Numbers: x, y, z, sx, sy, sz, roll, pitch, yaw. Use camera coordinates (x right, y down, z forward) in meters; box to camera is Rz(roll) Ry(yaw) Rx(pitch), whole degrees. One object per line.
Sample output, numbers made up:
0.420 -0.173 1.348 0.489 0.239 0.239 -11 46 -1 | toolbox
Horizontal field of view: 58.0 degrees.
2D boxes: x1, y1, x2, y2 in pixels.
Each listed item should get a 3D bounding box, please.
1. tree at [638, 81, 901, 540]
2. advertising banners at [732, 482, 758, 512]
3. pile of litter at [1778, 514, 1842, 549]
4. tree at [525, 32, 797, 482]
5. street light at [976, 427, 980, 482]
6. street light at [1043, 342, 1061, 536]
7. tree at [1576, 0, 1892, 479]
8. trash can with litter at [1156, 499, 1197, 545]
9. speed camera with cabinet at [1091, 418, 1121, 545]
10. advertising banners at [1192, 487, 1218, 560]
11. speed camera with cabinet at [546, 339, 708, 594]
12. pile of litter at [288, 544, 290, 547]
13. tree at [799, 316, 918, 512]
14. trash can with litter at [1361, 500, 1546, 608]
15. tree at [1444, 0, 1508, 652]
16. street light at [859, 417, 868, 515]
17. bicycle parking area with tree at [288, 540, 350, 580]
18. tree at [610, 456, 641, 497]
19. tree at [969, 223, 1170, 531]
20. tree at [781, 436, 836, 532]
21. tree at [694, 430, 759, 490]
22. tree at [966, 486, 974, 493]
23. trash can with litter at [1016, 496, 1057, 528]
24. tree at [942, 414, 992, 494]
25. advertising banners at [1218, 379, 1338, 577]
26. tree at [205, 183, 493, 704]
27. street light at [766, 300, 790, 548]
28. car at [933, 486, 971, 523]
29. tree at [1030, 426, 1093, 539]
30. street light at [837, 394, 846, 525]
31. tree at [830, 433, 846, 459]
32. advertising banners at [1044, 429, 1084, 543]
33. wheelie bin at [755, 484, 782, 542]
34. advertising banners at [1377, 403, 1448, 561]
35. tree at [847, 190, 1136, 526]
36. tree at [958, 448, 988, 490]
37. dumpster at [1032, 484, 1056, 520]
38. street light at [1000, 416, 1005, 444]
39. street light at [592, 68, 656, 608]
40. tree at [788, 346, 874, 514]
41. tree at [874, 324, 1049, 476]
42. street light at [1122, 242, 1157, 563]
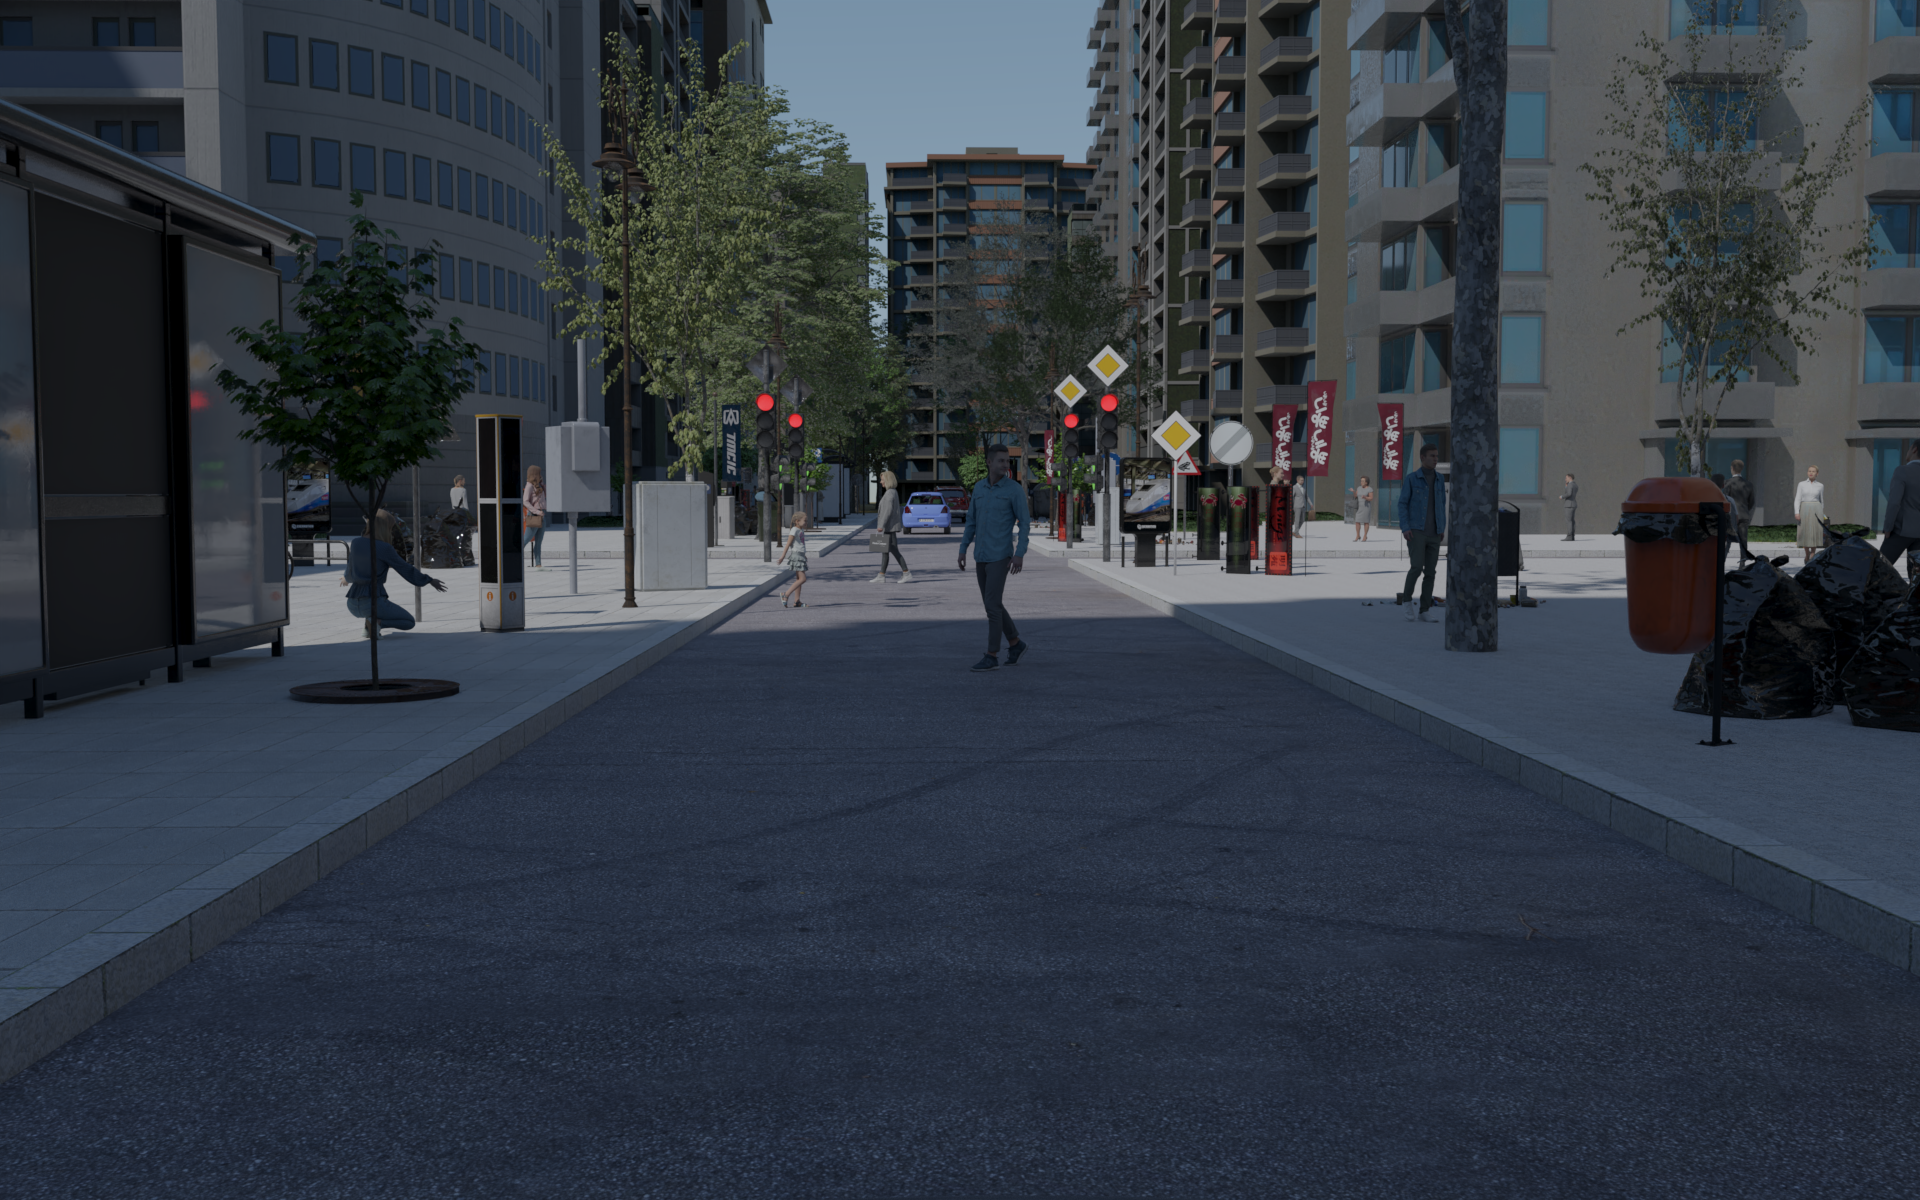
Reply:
-5.410 -7.984 48.670 7.486 12.596 7.792 0 3 0 | tree
-7.780 -4.074 62.795 0.090 3.025 2.074 3 4 36 | advertising banners
20.378 -1.656 41.037 1.176 0.858 1.719 -3 5 -40 | pile of litter
-4.475 -4.698 27.181 4.737 8.622 4.395 0 3 0 | tree
1.162 -8.660 114.379 0.468 5.910 1.993 0 4 -1 | street light
2.790 -4.883 52.627 0.468 5.910 1.993 0 4 -1 | street light
11.148 -4.600 25.569 4.360 8.622 3.978 0 3 0 | tree
5.553 -2.060 44.733 1.678 1.210 2.233 2 4 24 | trash can with litter
3.750 -3.053 44.255 0.660 3.252 2.038 0 4 0 | speed camera with cabinet
5.529 -2.283 33.520 2.074 3.025 0.090 0 4 -6 | advertising banners
-4.375 -1.740 22.790 2.038 3.252 0.660 -2 4 -34 | speed camera with cabinet
-17.020 -1.734 42.324 1.176 0.858 1.719 -1 4 -21 | pile of litter
-7.514 -13.407 125.867 9.857 13.997 8.962 0 3 0 | tree
5.757 -0.546 19.989 2.233 1.210 1.678 0 4 6 | trash can with litter
5.637 -9.625 13.255 12.611 20.169 13.585 0 3 0 | tree
-5.780 -8.017 103.860 0.468 5.910 1.993 0 4 -1 | street light
-12.919 -2.179 22.623 9.016 4.147 8.231 2 4 30 | bicycle parking area with tree
-17.561 -5.801 89.447 1.663 3.219 1.824 0 3 0 | tree
3.714 -7.645 59.414 7.601 10.594 8.767 0 4 8 | tree
-5.104 -3.885 58.126 1.663 3.219 1.824 0 3 0 | tree
-10.404 -5.718 77.204 4.285 4.588 4.351 0 3 0 | tree
1.447 -9.344 147.376 1.663 3.219 1.824 0 3 0 | tree
3.292 -3.342 65.698 1.678 1.210 2.233 3 5 45 | trash can with litter
0.778 -12.409 153.242 4.360 8.622 3.978 0 3 0 | tree
4.995 -1.897 27.206 2.074 3.025 0.090 3 5 43 | advertising banners
-3.868 -1.000 10.944 1.663 3.219 1.824 0 3 0 | tree
-4.328 -4.196 41.394 0.468 5.910 1.993 0 4 -1 | street light
-0.556 -4.735 86.096 2.281 1.827 5.304 0 4 -2 | car
2.818 -3.354 49.446 1.663 3.219 1.824 0 3 0 | tree
-5.047 -6.122 72.890 0.468 5.910 1.993 0 4 -1 | street light
-6.686 -14.177 142.156 12.009 13.543 11.850 0 3 0 | tree
2.764 -3.066 46.319 0.090 3.025 2.074 -2 4 -26 | advertising banners
-5.157 -2.369 46.647 0.693 1.594 0.980 0 4 -3 | wheelie bin
9.011 -2.269 33.287 2.074 3.025 0.090 0 4 -3 | advertising banners
2.598 -9.777 70.224 12.009 13.543 11.850 0 3 0 | tree
1.485 -8.525 123.091 4.285 4.588 4.351 0 3 0 | tree
4.234 -4.844 84.956 1.264 1.857 1.865 0 4 -1 | dumpster
1.965 -6.781 83.664 0.468 5.910 1.993 0 4 -1 | street light
-3.733 -2.852 19.417 0.468 5.910 1.993 0 4 -1 | street light
-7.198 -11.497 113.735 9.928 11.665 9.643 0 3 0 | tree
1.614 -10.726 101.124 9.928 11.665 9.643 0 3 0 | tree
3.296 -3.622 32.004 0.468 5.910 1.993 0 4 -1 | street light
